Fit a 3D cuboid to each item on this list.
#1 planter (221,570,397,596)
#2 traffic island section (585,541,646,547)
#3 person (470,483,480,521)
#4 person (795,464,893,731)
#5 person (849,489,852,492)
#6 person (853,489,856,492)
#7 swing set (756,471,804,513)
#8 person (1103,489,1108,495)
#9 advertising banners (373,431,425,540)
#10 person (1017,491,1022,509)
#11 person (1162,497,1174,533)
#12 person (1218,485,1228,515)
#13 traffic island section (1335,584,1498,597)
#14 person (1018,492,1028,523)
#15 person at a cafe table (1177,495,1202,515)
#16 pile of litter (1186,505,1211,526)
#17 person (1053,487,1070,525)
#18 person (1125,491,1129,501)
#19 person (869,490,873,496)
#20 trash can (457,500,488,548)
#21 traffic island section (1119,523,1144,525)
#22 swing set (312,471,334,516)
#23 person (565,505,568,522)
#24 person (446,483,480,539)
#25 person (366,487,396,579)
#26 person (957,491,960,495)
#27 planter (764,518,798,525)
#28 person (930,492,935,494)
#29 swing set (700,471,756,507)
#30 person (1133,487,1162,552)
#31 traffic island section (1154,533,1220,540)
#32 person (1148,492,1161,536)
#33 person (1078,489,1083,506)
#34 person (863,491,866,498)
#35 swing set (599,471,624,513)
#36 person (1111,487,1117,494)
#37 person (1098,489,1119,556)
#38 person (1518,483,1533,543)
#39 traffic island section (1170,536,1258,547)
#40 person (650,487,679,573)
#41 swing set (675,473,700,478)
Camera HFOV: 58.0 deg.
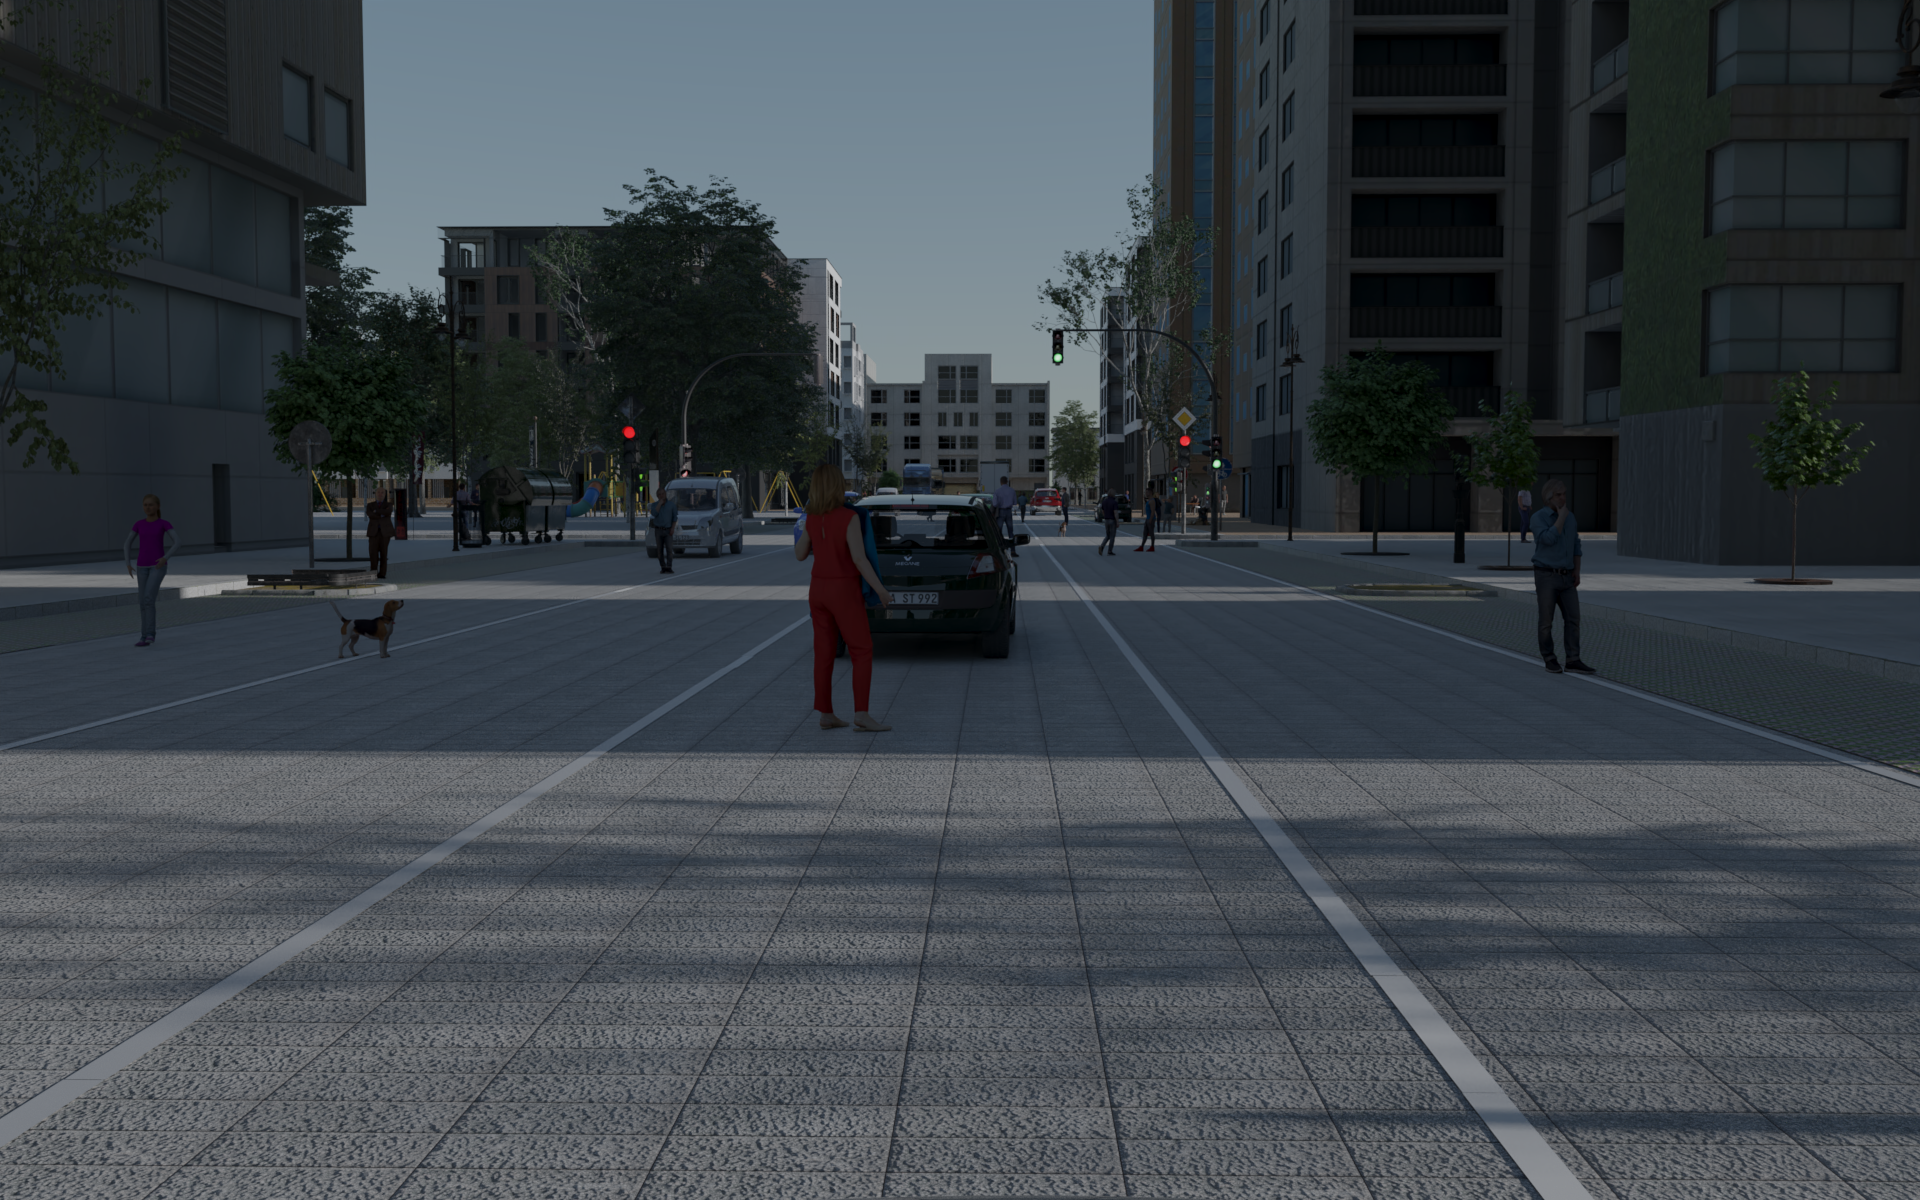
[{"bbox_3d":[-9.349,-0.250,25.224,1.991,0.319,1.994,0,4,1],"label":"planter"},{"bbox_3d":[-9.126,-1.585,48.198,2.009,0.180,2.903,0,4,1],"label":"traffic island section"},{"bbox_3d":[-18.676,-3.675,67.047,0.541,1.710,0.530,-1,4,-23],"label":"person"},{"bbox_3d":[-0.715,-0.023,10.579,0.444,1.614,0.593,-2,4,-31],"label":"person"},{"bbox_3d":[-7.171,-6.426,114.293,0.841,1.734,0.376,3,5,44],"label":"person"},{"bbox_3d":[-10.397,-9.992,170.076,0.551,1.740,0.621,-2,4,-24],"label":"person"},{"bbox_3d":[-12.073,-7.360,117.948,2.862,2.851,3.119,0,4,0],"label":"swing set"},{"bbox_3d":[14.179,-9.895,168.488,0.551,1.740,0.621,-2,4,-28],"label":"person"},{"bbox_3d":[-15.659,-3.192,48.379,2.074,3.025,0.090,2,4,30],"label":"advertising banners"},{"bbox_3d":[5.567,-9.414,163.131,0.721,1.735,1.217,-3,4,-36],"label":"person"},{"bbox_3d":[7.274,-2.965,60.880,0.435,1.345,0.340,-2,4,-24],"label":"person"},{"bbox_3d":[16.059,-6.087,105.697,0.598,1.807,0.434,0,4,-7],"label":"person"},{"bbox_3d":[6.490,-0.131,25.003,1.991,0.108,1.994,0,4,1],"label":"traffic island section"},{"bbox_3d":[3.135,-4.633,86.467,0.429,1.552,0.499,-3,4,-37],"label":"person"},{"bbox_3d":[13.934,-5.778,105.332,1.726,1.238,1.698,-2,4,-29],"label":"person at a cafe table"},{"bbox_3d":[9.778,-3.497,71.145,1.176,0.858,1.719,0,4,0],"label":"pile of litter"},{"bbox_3d":[4.640,-4.298,79.308,0.750,1.759,0.617,0,4,-1],"label":"person"},{"bbox_3d":[11.272,-6.634,117.205,0.574,1.496,0.600,-3,4,-38],"label":"person"},{"bbox_3d":[-8.612,-9.722,166.464,0.415,1.643,0.593,-3,4,-38],"label":"person"},{"bbox_3d":[-11.655,-1.816,41.350,0.748,1.137,0.748,0,3,0],"label":"trash can"},{"bbox_3d":[7.802,-3.526,80.515,1.991,0.108,1.994,0,4,1],"label":"traffic island section"},{"bbox_3d":[-38.420,-6.288,100.431,2.862,2.851,3.119,0,4,5],"label":"swing set"},{"bbox_3d":[-18.064,-4.406,78.808,0.841,1.734,0.376,-2,4,-30],"label":"person"},{"bbox_3d":[-14.111,-2.515,49.125,0.963,1.587,0.435,-1,4,-8],"label":"person"},{"bbox_3d":[-9.737,-1.123,29.127,0.482,1.546,0.388,-1,4,-10],"label":"person"},{"bbox_3d":[-0.050,-5.533,100.835,0.662,1.594,0.647,-3,4,-39],"label":"person"},{"bbox_3d":[-8.022,-3.650,80.811,1.991,0.319,1.994,0,4,1],"label":"planter"},{"bbox_3d":[-1.472,-4.820,89.520,0.569,1.553,0.471,-3,5,-44],"label":"person"},{"bbox_3d":[-15.587,-7.384,118.341,2.862,2.851,3.119,1,4,16],"label":"swing set"},{"bbox_3d":[4.674,-2.001,43.090,0.662,1.594,0.647,-1,4,-17],"label":"person"},{"bbox_3d":[7.219,-2.050,55.796,2.009,0.180,2.903,0,4,1],"label":"traffic island section"},{"bbox_3d":[6.548,-2.889,58.285,0.613,1.512,0.480,3,4,37],"label":"person"},{"bbox_3d":[13.375,-11.398,192.429,0.705,1.821,1.348,1,4,23],"label":"person"},{"bbox_3d":[-11.445,-12.260,207.955,0.415,1.643,0.593,1,4,21],"label":"person"},{"bbox_3d":[-24.918,-7.565,121.309,2.862,2.851,3.119,-1,4,-9],"label":"swing set"},{"bbox_3d":[12.297,-8.199,140.089,1.348,1.826,0.705,2,4,32],"label":"person"},{"bbox_3d":[3.431,-1.811,40.322,0.471,1.553,0.569,0,4,-7],"label":"person"},{"bbox_3d":[14.937,-2.362,45.599,0.436,1.711,0.756,3,5,44],"label":"person"},{"bbox_3d":[7.030,-1.562,47.813,2.009,0.180,2.903,0,4,1],"label":"traffic island section"},{"bbox_3d":[-5.312,-1.253,31.202,0.499,1.552,0.429,1,4,15],"label":"person"},{"bbox_3d":[-19.521,-7.911,126.962,3.119,2.851,2.862,0,4,-2],"label":"swing set"}]
